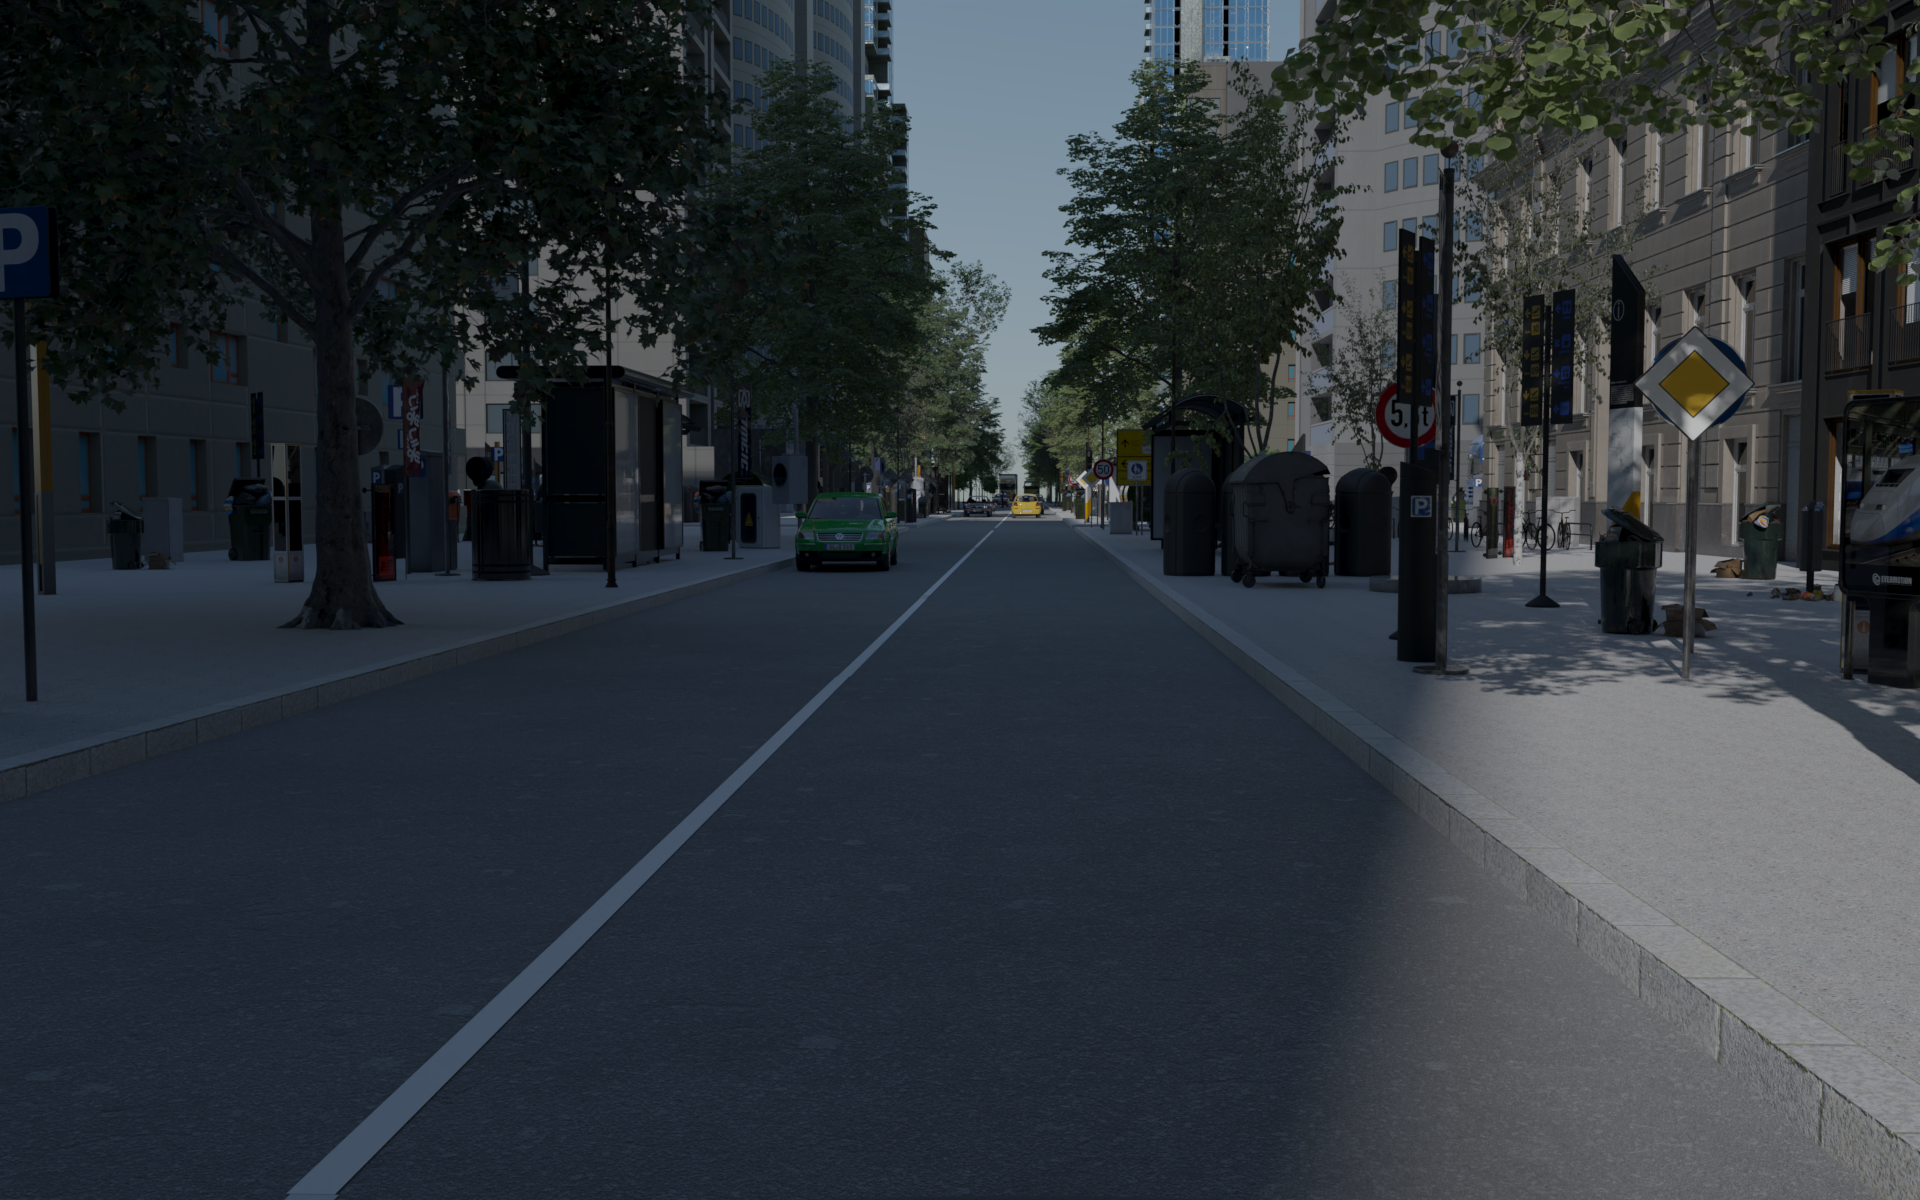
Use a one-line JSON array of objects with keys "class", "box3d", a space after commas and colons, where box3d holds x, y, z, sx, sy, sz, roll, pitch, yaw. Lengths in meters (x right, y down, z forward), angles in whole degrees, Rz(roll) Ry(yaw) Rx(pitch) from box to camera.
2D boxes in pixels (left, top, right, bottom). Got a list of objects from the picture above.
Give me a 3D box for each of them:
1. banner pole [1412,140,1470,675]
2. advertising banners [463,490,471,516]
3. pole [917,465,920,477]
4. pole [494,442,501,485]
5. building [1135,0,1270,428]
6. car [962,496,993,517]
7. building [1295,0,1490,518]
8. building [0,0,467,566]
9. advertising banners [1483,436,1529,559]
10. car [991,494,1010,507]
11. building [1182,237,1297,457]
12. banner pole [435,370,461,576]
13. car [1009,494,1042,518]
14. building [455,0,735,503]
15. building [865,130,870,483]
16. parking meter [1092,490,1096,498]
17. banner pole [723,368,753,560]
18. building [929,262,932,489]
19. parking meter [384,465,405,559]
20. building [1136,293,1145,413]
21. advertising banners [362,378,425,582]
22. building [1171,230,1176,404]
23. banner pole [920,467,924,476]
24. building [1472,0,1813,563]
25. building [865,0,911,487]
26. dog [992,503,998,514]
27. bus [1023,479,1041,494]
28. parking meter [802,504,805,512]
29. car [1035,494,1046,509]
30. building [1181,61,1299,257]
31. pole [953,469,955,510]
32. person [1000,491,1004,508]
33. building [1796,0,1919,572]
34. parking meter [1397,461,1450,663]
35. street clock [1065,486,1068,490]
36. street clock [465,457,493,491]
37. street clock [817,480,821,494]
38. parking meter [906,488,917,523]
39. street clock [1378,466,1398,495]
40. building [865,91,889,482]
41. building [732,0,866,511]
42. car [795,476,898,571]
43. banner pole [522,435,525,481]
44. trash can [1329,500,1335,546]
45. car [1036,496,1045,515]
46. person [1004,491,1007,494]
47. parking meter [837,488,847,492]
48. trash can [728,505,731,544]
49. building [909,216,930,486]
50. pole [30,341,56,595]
[{"class": "banner pole", "box3d": [3.376, -1.353, 12.139, 0.401, 3.779, 0.863, 1, 4, 21]}, {"class": "advertising banners", "box3d": [-18.837, -4.310, 66.664, 2.074, 3.025, 0.090, -1, 4, -17]}, {"class": "pole", "box3d": [-2.903, -7.847, 122.135, 0.158, 3.312, 0.155, 0, 3, 0]}, {"class": "pole", "box3d": [-17.991, -4.500, 67.412, 0.158, 3.312, 0.155, 0, 3, 0]}, {"class": "building", "box3d": [36.056, -58.338, 266.501, 22.319, 86.520, 31.000, 0, 4, 2]}, {"class": "car", "box3d": [1.135, -5.870, 108.554, 1.945, 1.354, 3.894, 0, 4, 3]}, {"class": "building", "box3d": [33.743, -33.692, 92.860, 28.212, 58.520, 21.231, 0, 4, 2]}, {"class": "building", "box3d": [-31.127, -12.097, 42.829, 28.899, 21.520, 27.650, 0, 4, 2]}, {"class": "advertising banners", "box3d": [11.050, -2.364, 34.841, 0.090, 3.025, 2.074, 3, 5, 42]}, {"class": "car", "box3d": [4.662, -11.512, 197.254, 2.155, 1.783, 4.494, 0, 4, 3]}, {"class": "building", "box3d": [31.096, -17.468, 130.636, 27.650, 21.520, 28.899, 0, 4, 2]}, {"class": "banner pole", "box3d": [-8.102, -2.286, 27.391, 0.401, 3.779, 0.863, -1, 4, -8]}, {"class": "car", "box3d": [3.935, -5.703, 103.463, 2.015, 1.641, 3.980, 0, 4, 1]}, {"class": "building", "box3d": [-21.693, -40.361, 98.155, 20.563, 71.187, 20.611, 0, 4, 2]}, {"class": "building", "box3d": [-17.273, -30.663, 184.936, 14.154, 41.232, 14.086, 0, 4, 2]}, {"class": "parking meter", "box3d": [9.341, -6.826, 120.009, 0.372, 1.533, 0.369, 0, 3, 0]}, {"class": "banner pole", "box3d": [-4.346, -2.703, 34.205, 0.401, 3.779, 0.863, 2, 4, 29]}, {"class": "building", "box3d": [-12.254, -37.495, 296.628, 14.154, 41.232, 14.086, 0, 4, 2]}, {"class": "parking meter", "box3d": [-11.226, -1.755, 34.401, 0.255, 1.863, 0.399, 1, 4, 12]}, {"class": "building", "box3d": [42.631, -36.895, 295.116, 32.217, 40.220, 23.993, 0, 4, 2]}, {"class": "advertising banners", "box3d": [-8.465, -1.783, 25.333, 0.090, 3.025, 2.074, 1, 4, 21]}, {"class": "building", "box3d": [29.050, -25.101, 182.106, 14.160, 30.474, 14.107, 0, 4, 2]}, {"class": "banner pole", "box3d": [-3.232, -9.615, 147.214, 0.401, 3.779, 0.863, 2, 4, 27]}, {"class": "building", "box3d": [21.474, -14.930, 41.376, 12.463, 27.353, 25.104, 0, 4, 2]}, {"class": "building", "box3d": [-17.648, -57.847, 258.462, 22.319, 86.520, 31.000, 0, 4, 2]}, {"class": "dog", "box3d": [2.247, -6.459, 122.443, 0.513, 0.831, 0.800, -2, 4, -30]}, {"class": "bus", "box3d": [11.550, -17.564, 278.724, 2.896, 3.916, 12.252, 0, 4, 2]}, {"class": "parking meter", "box3d": [-9.057, -5.694, 101.501, 0.372, 1.533, 0.369, 0, 3, 0]}, {"class": "car", "box3d": [7.409, -9.578, 168.599, 2.014, 1.417, 4.499, 0, 4, 2]}, {"class": "building", "box3d": [28.223, -29.598, 167.514, 14.154, 41.232, 14.086, 0, 4, 2]}, {"class": "pole", "box3d": [-0.477, -8.940, 140.008, 0.158, 3.312, 0.155, 0, 3, 0]}, {"class": "person", "box3d": [4.253, -10.232, 176.515, 0.721, 1.735, 1.217, -1, 4, -12]}, {"class": "building", "box3d": [20.269, -11.706, 21.069, 12.332, 23.373, 15.834, 0, 4, 2]}, {"class": "parking meter", "box3d": [3.561, -0.299, 13.307, 0.372, 1.533, 0.369, 0, 3, 0]}, {"class": "street clock", "box3d": [9.170, -8.727, 147.254, 0.471, 2.002, 0.358, -1, 4, -12]}, {"class": "street clock", "box3d": [-9.291, -1.770, 33.516, 0.471, 2.002, 0.358, 1, 4, 17]}, {"class": "street clock", "box3d": [-7.561, -5.286, 90.997, 0.471, 2.002, 0.358, -1, 4, -16]}, {"class": "parking meter", "box3d": [-2.147, -4.272, 78.252, 0.372, 1.533, 0.369, 0, 3, 0]}, {"class": "street clock", "box3d": [11.145, -2.485, 45.204, 0.471, 2.002, 0.358, 0, 4, -3]}, {"class": "building", "box3d": [-19.836, -35.435, 203.071, 21.300, 48.544, 21.600, 0, 4, 2]}, {"class": "building", "box3d": [-20.709, -38.007, 163.420, 21.231, 58.520, 28.212, 0, 4, 2]}, {"class": "car", "box3d": [-2.164, -1.522, 33.689, 1.959, 1.807, 4.718, 0, 4, 1]}, {"class": "banner pole", "box3d": [-13.833, -3.989, 55.236, 0.401, 3.779, 0.863, 0, 4, 6]}, {"class": "trash can", "box3d": [9.135, -1.935, 43.293, 0.748, 1.137, 0.748, 0, 3, 0]}, {"class": "car", "box3d": [5.059, -6.722, 122.483, 1.945, 1.354, 3.894, 0, 4, 1]}, {"class": "person", "box3d": [5.647, -12.597, 214.327, 0.709, 1.838, 0.599, 1, 4, 22]}, {"class": "parking meter", "box3d": [-4.570, -3.590, 67.110, 0.372, 1.533, 0.369, 0, 3, 0]}, {"class": "trash can", "box3d": [-5.933, -1.883, 42.436, 0.748, 1.137, 0.748, 0, 3, 0]}, {"class": "building", "box3d": [-12.268, -38.653, 282.079, 14.600, 45.320, 14.200, 0, 4, 2]}, {"class": "pole", "box3d": [-11.649, -1.722, 22.000, 0.158, 3.312, 0.155, 0, 3, 0]}]
